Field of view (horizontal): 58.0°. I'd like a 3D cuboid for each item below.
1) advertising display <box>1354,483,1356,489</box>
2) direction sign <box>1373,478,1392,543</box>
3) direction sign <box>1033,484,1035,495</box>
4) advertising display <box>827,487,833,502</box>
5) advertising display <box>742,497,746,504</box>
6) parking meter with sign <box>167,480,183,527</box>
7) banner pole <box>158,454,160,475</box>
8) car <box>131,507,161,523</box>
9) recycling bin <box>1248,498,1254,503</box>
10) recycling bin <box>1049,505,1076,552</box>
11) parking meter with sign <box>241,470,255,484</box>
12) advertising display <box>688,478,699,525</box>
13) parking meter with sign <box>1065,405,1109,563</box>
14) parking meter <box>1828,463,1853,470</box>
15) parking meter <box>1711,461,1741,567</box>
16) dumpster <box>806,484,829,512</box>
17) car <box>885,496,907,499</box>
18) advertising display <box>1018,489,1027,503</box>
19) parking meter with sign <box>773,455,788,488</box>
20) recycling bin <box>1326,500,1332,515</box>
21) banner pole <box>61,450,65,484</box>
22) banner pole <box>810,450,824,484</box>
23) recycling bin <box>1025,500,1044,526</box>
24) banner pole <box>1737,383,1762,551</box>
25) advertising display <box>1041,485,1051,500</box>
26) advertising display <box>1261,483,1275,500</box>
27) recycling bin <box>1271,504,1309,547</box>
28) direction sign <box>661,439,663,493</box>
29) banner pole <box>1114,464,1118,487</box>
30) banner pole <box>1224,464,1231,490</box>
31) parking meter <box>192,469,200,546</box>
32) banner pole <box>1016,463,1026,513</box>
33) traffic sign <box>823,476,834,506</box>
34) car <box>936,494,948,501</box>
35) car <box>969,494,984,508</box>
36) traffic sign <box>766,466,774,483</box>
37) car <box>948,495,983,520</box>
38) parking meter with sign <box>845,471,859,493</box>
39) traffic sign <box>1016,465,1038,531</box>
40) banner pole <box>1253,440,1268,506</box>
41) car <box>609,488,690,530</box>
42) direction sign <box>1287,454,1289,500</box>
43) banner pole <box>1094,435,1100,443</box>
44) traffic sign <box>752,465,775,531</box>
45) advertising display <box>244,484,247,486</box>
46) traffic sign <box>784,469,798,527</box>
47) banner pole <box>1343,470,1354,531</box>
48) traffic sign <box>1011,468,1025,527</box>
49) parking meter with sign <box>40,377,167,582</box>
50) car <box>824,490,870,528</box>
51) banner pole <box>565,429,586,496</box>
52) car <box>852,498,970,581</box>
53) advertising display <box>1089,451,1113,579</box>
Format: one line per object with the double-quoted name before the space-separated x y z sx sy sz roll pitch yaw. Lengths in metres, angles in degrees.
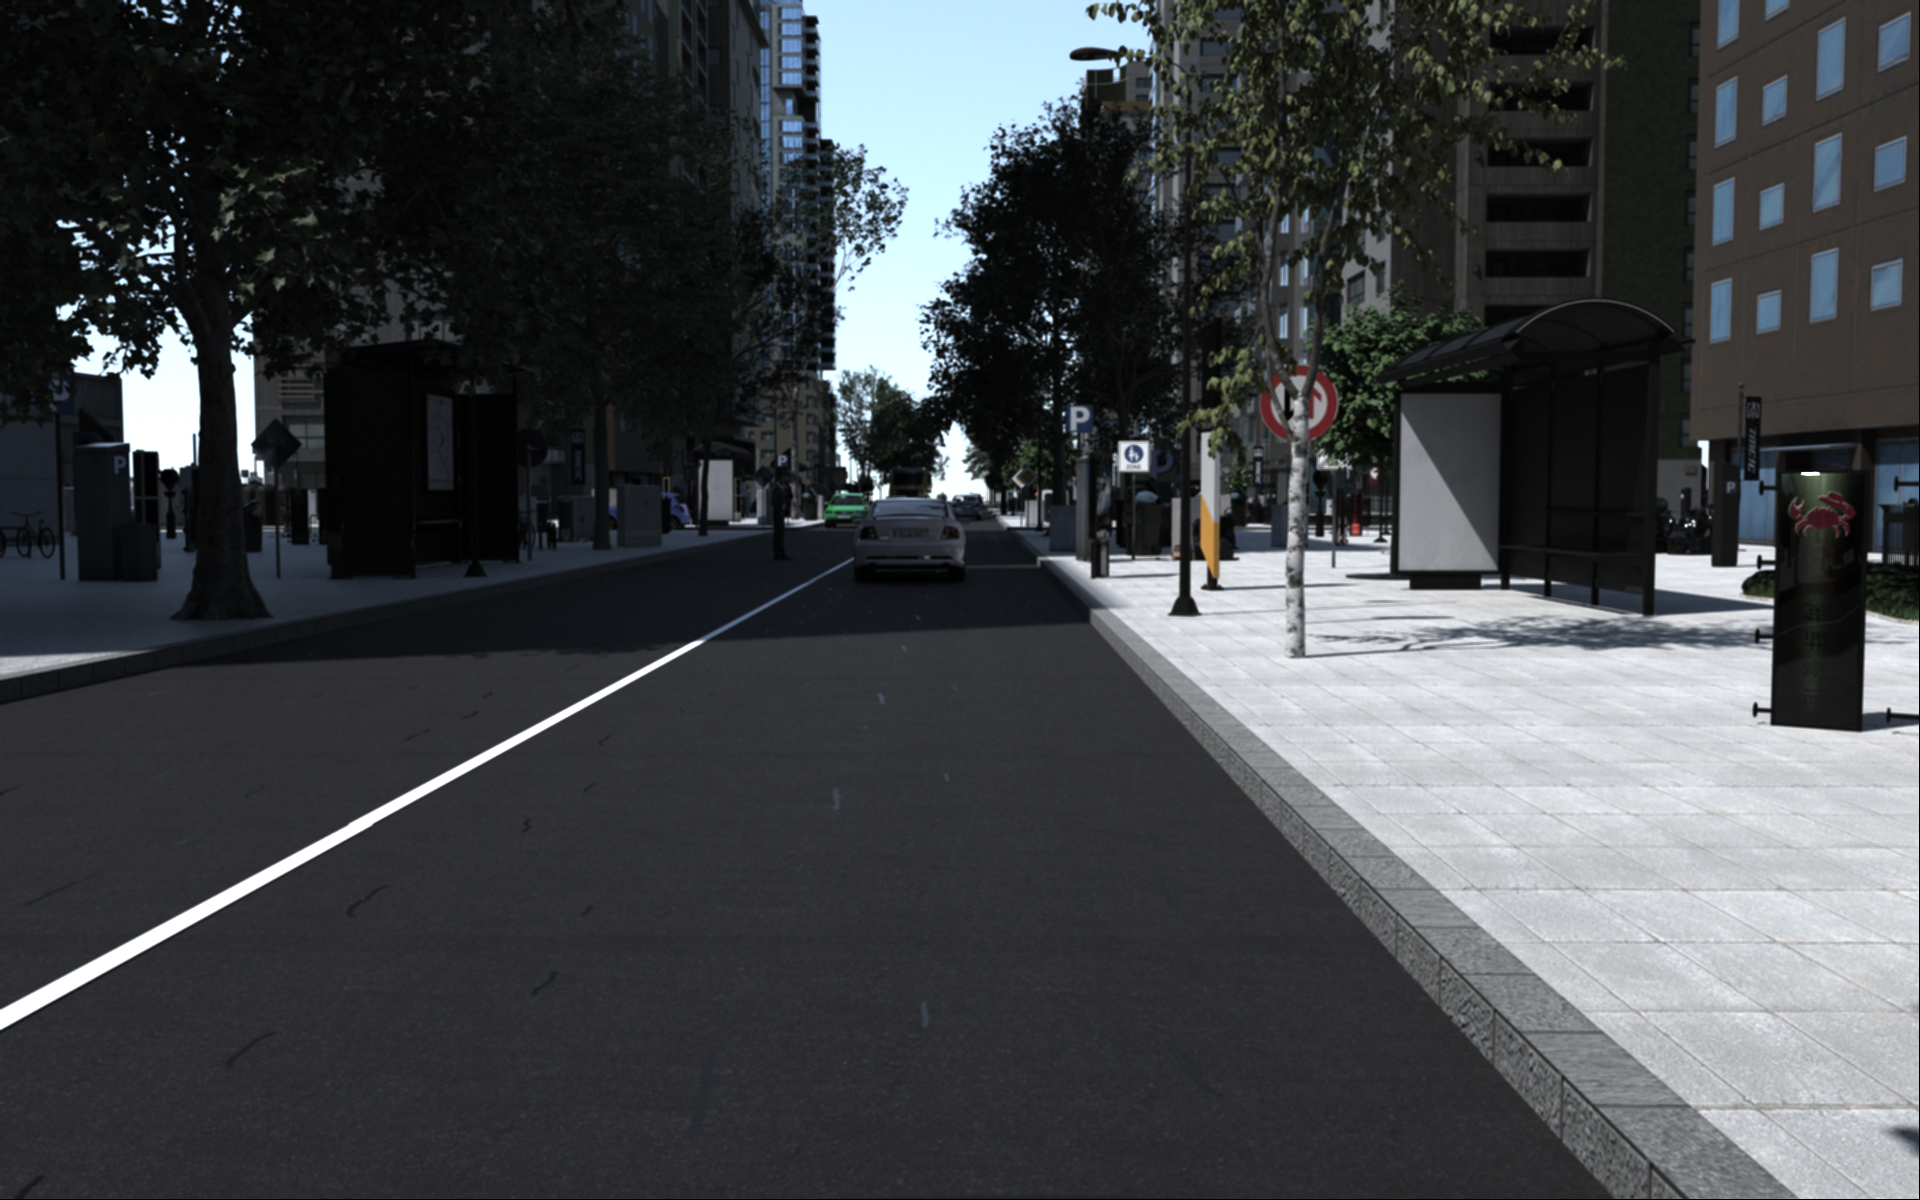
"advertising display" 23.086 -5.824 100.437 0.974 1.923 0.123 -2 4 -34
"direction sign" 11.166 -3.295 45.870 0.876 3.537 0.379 -3 4 -38
"direction sign" 4.532 -6.979 106.105 0.876 3.537 0.379 -2 4 -33
"advertising display" -8.376 -6.490 111.324 0.123 1.923 0.974 -1 4 -23
"advertising display" -17.803 -8.380 142.227 0.123 1.923 0.974 -3 5 -43
"parking meter with sign" -31.163 -4.368 67.685 1.738 3.016 0.543 0 4 -3
"banner pole" -50.702 -7.286 109.146 0.401 3.779 0.863 3 5 43
"car" -32.001 -3.176 63.723 4.920 1.459 2.131 0 4 -1
"recycling bin" 19.251 -6.311 115.731 0.722 1.027 0.722 1 4 15
"recycling bin" 2.459 -1.610 38.880 0.722 1.027 0.722 2 4 24
"parking meter with sign" -56.086 -8.594 136.764 0.543 3.016 1.738 -3 5 -45
"advertising display" -10.970 -4.054 71.494 0.123 1.923 0.974 1 4 17
"parking meter with sign" 2.477 -2.253 33.101 0.543 3.016 1.738 -1 4 -11
"parking meter" 16.536 -1.642 32.557 0.255 1.863 0.399 -2 4 -30
"parking meter" 13.490 -1.516 30.493 0.399 1.863 0.255 -1 4 -12
"dumpster" -7.982 -5.562 96.692 1.264 1.857 1.865 0 4 0
"car" -3.626 -5.238 98.215 1.945 1.354 3.894 0 4 0
"advertising display" 4.961 -8.053 136.878 0.974 1.923 0.123 -3 4 -38
"parking meter with sign" -8.079 -4.960 77.361 0.543 3.016 1.738 -1 4 -16
"recycling bin" 17.365 -4.140 80.247 0.722 1.027 0.722 0 4 6
"banner pole" -50.859 -6.610 98.094 0.401 3.779 0.863 0 4 1
"banner pole" -8.312 -6.660 98.905 0.863 3.779 0.401 -3 5 -44
"recycling bin" 2.988 -3.467 69.241 0.722 1.027 0.722 0 4 7
"banner pole" 17.771 -3.004 39.129 0.863 3.779 0.401 -1 4 -23
"advertising display" 4.513 -5.298 91.834 0.123 1.923 0.974 -2 4 -31
"advertising display" 17.912 -5.847 100.817 0.974 1.923 0.123 -2 4 -30
"recycling bin" 8.005 -1.803 42.037 0.722 1.027 0.722 -1 4 -8
"direction sign" -12.072 -4.783 70.195 0.379 3.537 0.876 -1 4 -15
"banner pole" 12.298 -8.981 136.863 0.401 3.779 0.863 2 4 29
"banner pole" 22.052 -9.324 142.466 0.401 3.779 0.863 -3 4 -38
"parking meter" -17.798 -2.141 40.716 0.255 1.863 0.399 3 4 38
"banner pole" 3.978 -7.627 114.716 0.863 3.779 0.401 0 4 -4
"traffic sign" -7.470 -5.885 98.355 0.606 2.300 0.079 0 4 2
"car" -3.151 -17.885 301.456 2.155 1.783 4.494 0 4 -1
"car" 1.560 -10.780 185.288 2.155 1.783 4.494 0 4 0
"traffic sign" -8.740 -4.824 78.978 0.768 2.556 0.104 0 4 2
"car" 0.293 -5.112 95.580 2.014 1.417 4.499 0 4 -1
"parking meter with sign" -8.118 -8.364 133.015 1.738 3.016 0.543 2 4 32
"traffic sign" 2.356 -3.455 60.135 0.795 2.450 0.064 0 4 0
"banner pole" 13.928 -5.505 80.027 0.863 3.779 0.401 1 4 23
"car" -12.107 -3.424 65.579 3.694 1.707 1.945 0 4 -1
"direction sign" 18.525 -6.477 97.900 0.379 3.537 0.876 1 4 13
"banner pole" 5.854 -5.050 72.579 0.863 3.779 0.401 1 4 18
"traffic sign" -6.838 -3.461 60.225 0.795 2.450 0.064 0 4 0
"advertising display" -44.105 -6.181 106.281 0.974 1.923 0.123 2 4 26
"traffic sign" -6.778 -3.949 68.209 0.795 2.450 0.064 0 4 0
"banner pole" 13.459 -4.265 59.744 0.401 3.779 0.863 -1 4 -13
"traffic sign" 2.416 -3.944 68.120 0.795 2.450 0.064 0 4 0
"parking meter with sign" -12.705 -1.798 25.653 1.738 3.016 0.543 1 4 20
"car" -4.781 -3.997 74.150 1.959 1.807 4.718 0 4 1
"banner pole" -13.035 -4.183 58.412 0.863 3.779 0.401 -1 4 -11
"car" -0.854 -1.080 30.015 2.083 1.381 4.827 0 4 -1
"advertising display" 2.161 -1.309 26.615 0.123 1.923 0.974 1 4 19
